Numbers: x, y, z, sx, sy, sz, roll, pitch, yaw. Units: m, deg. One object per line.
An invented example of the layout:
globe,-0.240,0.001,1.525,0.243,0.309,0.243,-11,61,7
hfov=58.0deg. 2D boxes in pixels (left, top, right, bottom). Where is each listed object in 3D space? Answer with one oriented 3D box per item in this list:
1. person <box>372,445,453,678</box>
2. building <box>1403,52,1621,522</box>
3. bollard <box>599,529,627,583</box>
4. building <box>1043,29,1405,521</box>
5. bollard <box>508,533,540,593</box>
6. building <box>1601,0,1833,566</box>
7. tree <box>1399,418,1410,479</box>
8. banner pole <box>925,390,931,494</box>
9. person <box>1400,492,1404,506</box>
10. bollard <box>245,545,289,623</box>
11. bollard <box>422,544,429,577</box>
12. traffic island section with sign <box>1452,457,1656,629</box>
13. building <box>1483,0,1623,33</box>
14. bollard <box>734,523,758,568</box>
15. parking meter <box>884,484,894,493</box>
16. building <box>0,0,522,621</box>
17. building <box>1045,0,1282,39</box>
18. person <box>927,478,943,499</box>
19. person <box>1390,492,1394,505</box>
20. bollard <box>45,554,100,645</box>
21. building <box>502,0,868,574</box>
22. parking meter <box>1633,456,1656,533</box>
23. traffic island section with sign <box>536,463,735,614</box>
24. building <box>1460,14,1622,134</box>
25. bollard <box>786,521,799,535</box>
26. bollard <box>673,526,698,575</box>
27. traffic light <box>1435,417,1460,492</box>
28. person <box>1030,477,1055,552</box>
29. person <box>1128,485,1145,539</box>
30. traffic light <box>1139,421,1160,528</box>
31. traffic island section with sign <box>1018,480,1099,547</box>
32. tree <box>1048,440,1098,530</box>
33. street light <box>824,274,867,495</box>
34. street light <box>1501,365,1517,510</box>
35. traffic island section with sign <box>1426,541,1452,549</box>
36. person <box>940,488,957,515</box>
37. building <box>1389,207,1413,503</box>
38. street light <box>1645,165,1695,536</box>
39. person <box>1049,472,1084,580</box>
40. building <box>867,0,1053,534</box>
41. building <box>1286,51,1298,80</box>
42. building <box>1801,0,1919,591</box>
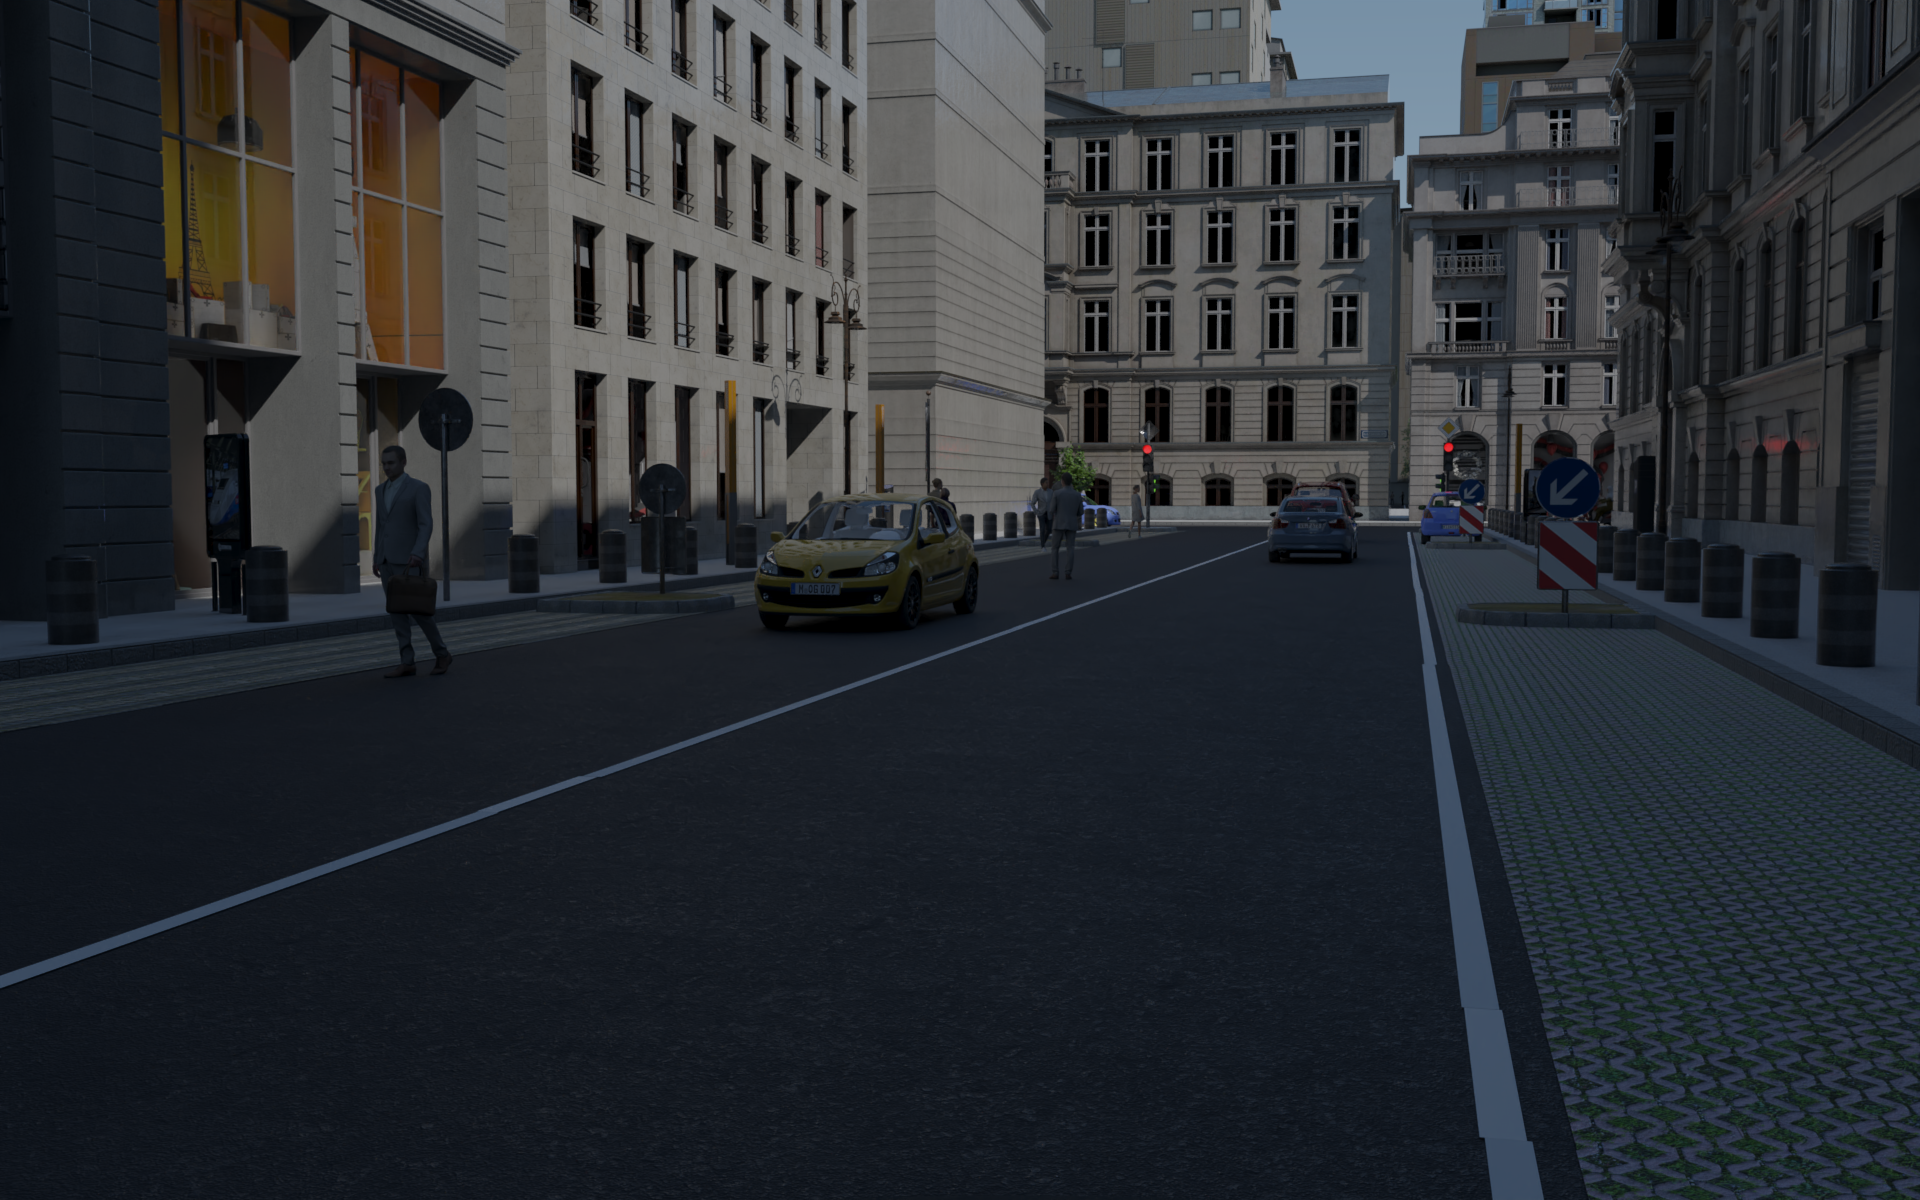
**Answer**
person,-4.370,-0.303,13.576,0.709,1.813,0.853,1,4,21
building,33.638,-14.765,83.206,24.055,21.916,13.314,1,4,14
bollard,-5.021,-0.633,25.060,0.404,0.777,0.398,0,3,0
building,5.275,-16.620,90.818,34.723,24.649,14.460,1,4,14
bollard,-5.671,-0.477,22.520,0.404,0.777,0.398,0,3,0
building,23.726,-13.668,42.559,14.460,24.649,34.723,1,4,14
tree,43.084,-14.360,151.793,9.611,12.733,9.660,0,3,0
banner pole,-0.785,-3.162,41.717,0.401,3.779,0.863,0,4,6
person,55.230,-12.671,216.387,0.721,1.735,1.217,3,5,40
bollard,-6.971,-0.166,17.426,0.404,0.777,0.398,0,3,0
bollard,-6.327,-0.321,19.967,0.404,0.777,0.398,0,3,0
traffic island section with sign,6.610,-0.657,19.375,1.989,1.847,2.006,1,4,14
building,68.322,-54.029,196.050,22.319,86.520,31.000,1,4,14
bollard,-3.723,-0.943,30.141,0.404,0.777,0.398,0,3,0
parking meter,-1.915,-2.248,45.163,0.372,1.533,0.369,0,3,0
building,-15.650,-14.377,12.559,11.434,29.767,29.804,1,4,14
building,15.435,-35.352,167.247,28.713,52.752,27.495,1,4,14
person,-0.433,-1.607,35.318,0.519,1.759,0.362,3,4,39
person,55.405,-13.036,222.164,0.617,1.759,0.750,0,4,1
bollard,-7.624,-0.010,14.879,0.404,0.777,0.398,0,3,0
building,-9.422,-11.111,36.419,10.420,20.320,16.860,1,4,14
parking meter,10.498,-1.277,26.596,0.255,1.863,0.399,1,4,11
traffic island section with sign,-3.906,-0.789,21.525,1.989,1.847,2.006,1,4,14
building,54.243,-31.376,163.103,14.600,45.320,14.200,1,4,14
bollard,-3.075,-1.099,32.686,0.404,0.777,0.398,0,3,0
bollard,-4.373,-0.788,27.597,0.404,0.777,0.398,0,3,0
traffic light,17.817,-4.550,63.310,0.839,4.253,0.868,1,4,14
person,2.049,-2.108,42.809,0.661,1.843,0.795,-1,4,-19
person,5.649,-2.830,55.529,0.466,1.731,0.760,2,4,28
traffic light,7.192,-4.714,65.999,0.839,4.253,0.868,1,4,14
traffic island section with sign,2.778,-2.386,47.642,1.989,1.847,2.006,1,4,14
tree,3.916,-4.116,61.892,1.663,3.219,1.824,0,3,0
street light,-2.393,-3.895,36.474,0.468,5.910,1.993,1,4,14
street light,19.714,-5.474,62.290,0.468,5.910,1.993,1,4,14
traffic island section with sign,13.290,-2.255,45.492,1.989,1.847,2.006,1,4,14
person,-0.375,-1.350,32.775,0.569,1.553,0.471,3,5,42
building,65.257,-33.965,238.923,14.086,41.232,14.154,1,4,14
street light,10.096,-3.179,24.765,0.468,5.910,1.993,1,4,14
person,1.755,-1.254,29.211,0.606,1.804,0.583,-1,4,-18
building,-19.518,-17.516,62.802,44.131,29.872,17.030,1,4,14
building,26.638,-37.911,209.089,27.495,52.752,28.713,1,4,14
building,16.861,-10.859,10.824,16.112,22.955,30.059,1,4,14
